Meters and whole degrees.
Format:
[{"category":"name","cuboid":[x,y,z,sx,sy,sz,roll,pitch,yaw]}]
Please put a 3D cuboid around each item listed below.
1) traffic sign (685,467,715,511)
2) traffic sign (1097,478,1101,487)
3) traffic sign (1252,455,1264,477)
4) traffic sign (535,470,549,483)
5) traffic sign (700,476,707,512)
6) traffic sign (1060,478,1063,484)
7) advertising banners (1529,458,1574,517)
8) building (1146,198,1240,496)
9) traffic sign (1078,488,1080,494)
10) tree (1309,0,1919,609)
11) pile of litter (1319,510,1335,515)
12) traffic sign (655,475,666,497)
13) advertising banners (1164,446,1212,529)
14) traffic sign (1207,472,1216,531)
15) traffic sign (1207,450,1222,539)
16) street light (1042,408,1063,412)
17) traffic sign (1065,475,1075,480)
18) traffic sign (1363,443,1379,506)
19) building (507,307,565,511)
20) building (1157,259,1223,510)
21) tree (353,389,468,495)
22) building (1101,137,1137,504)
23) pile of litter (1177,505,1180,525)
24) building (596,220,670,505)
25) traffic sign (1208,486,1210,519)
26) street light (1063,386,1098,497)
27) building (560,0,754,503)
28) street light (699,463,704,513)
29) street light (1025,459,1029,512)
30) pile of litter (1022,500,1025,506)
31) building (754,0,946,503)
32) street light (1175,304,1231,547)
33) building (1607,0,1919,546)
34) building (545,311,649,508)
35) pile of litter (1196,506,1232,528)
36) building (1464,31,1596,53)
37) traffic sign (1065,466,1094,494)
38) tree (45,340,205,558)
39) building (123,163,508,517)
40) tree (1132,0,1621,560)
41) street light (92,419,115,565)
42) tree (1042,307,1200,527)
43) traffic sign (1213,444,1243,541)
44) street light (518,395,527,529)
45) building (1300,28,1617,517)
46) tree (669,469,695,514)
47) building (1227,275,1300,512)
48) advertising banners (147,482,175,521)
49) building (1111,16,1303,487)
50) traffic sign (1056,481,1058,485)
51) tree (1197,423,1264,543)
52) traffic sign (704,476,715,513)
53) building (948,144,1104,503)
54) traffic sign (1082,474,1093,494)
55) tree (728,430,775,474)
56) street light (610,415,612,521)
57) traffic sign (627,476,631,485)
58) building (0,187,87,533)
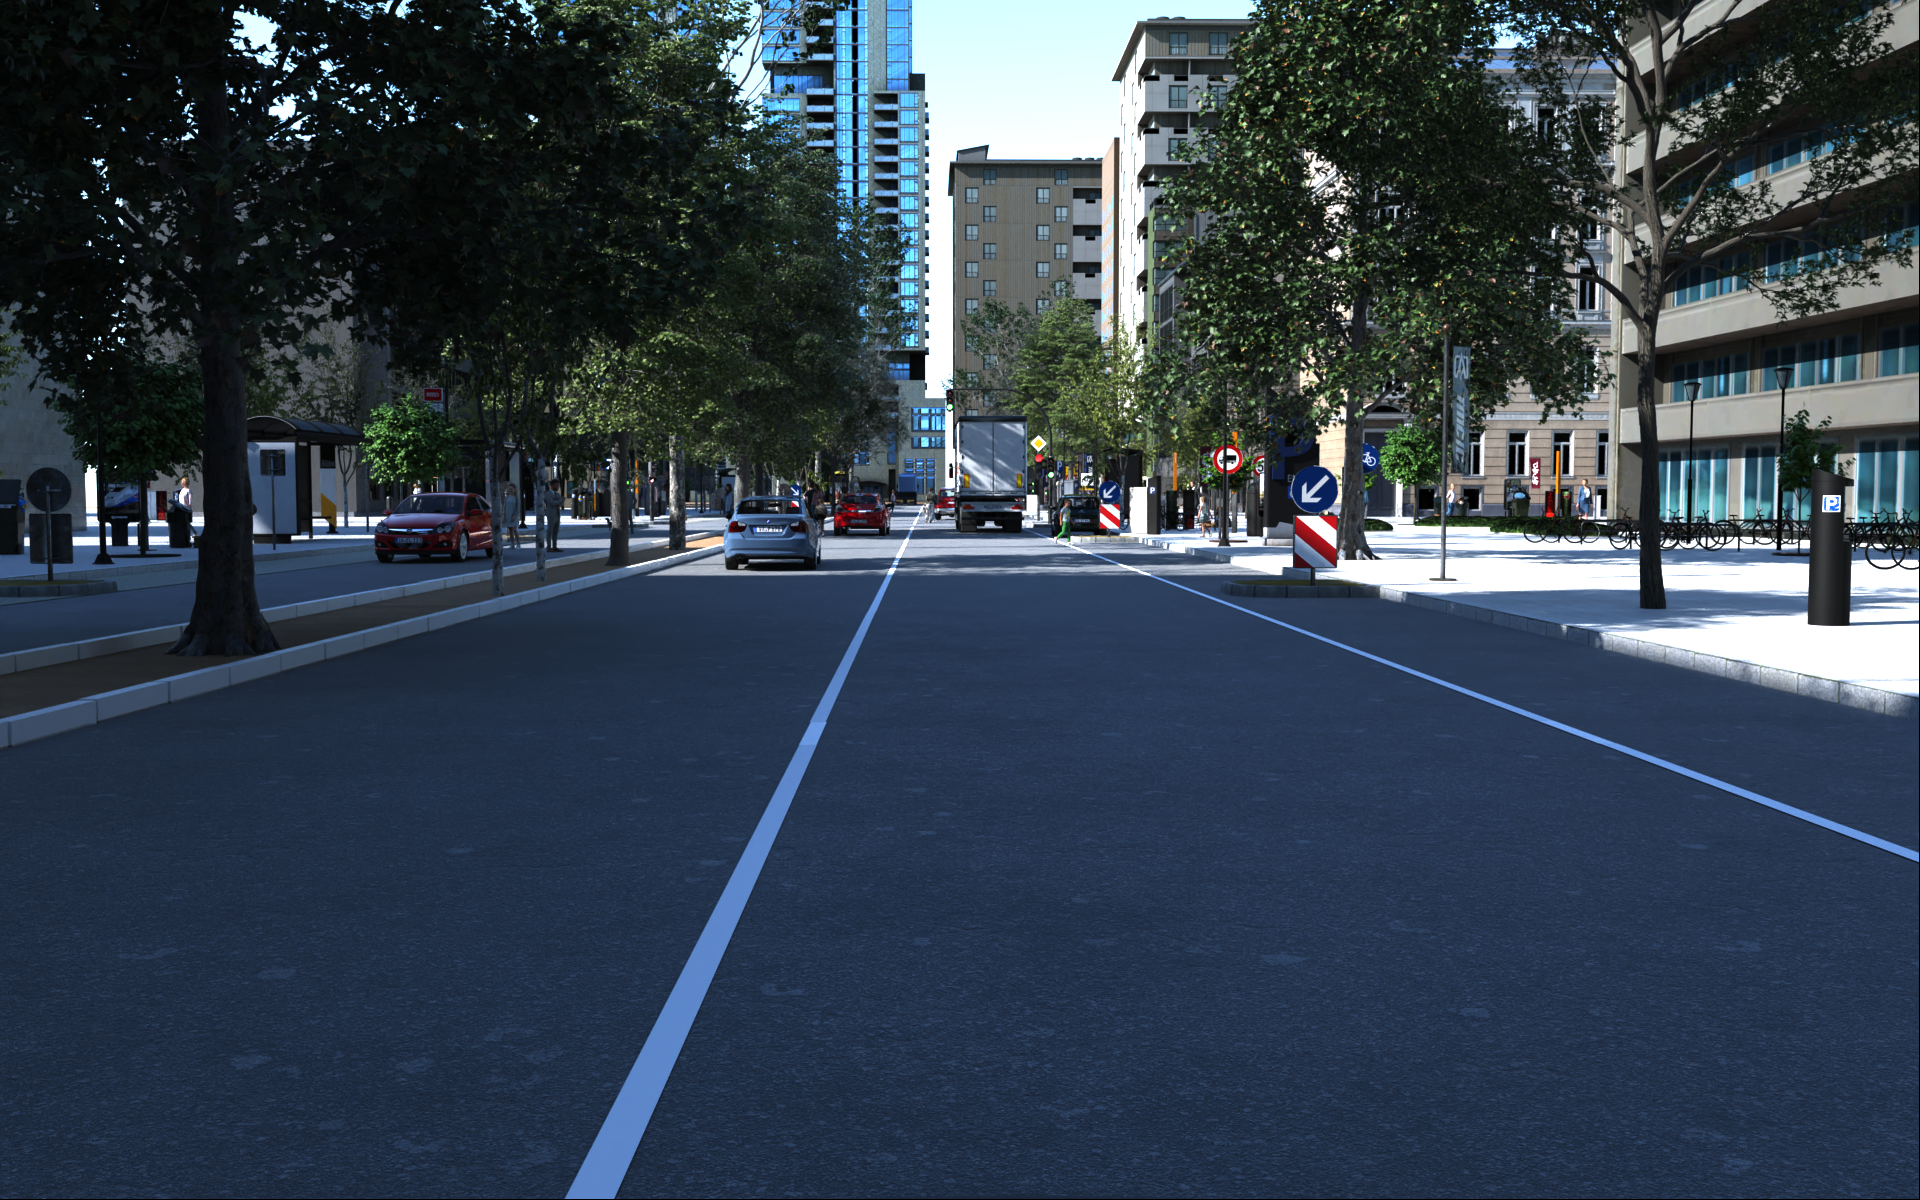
[{"category":"traffic sign","cuboid":[-19.442,-8.290,129.414,2.265,3.308,0.079,0,4,7]},{"category":"traffic sign","cuboid":[8.366,-6.364,106.177,0.606,2.300,0.079,0,4,7]},{"category":"traffic sign","cuboid":[9.825,-3.422,56.048,0.768,2.556,0.104,0,4,5]},{"category":"traffic sign","cuboid":[-21.185,-5.359,87.723,0.768,2.556,0.104,0,4,1]},{"category":"traffic sign","cuboid":[-17.824,-7.399,121.083,0.768,2.556,0.104,0,4,2]},{"category":"traffic sign","cuboid":[8.393,-8.603,140.758,0.768,2.556,0.104,0,4,7]},{"category":"advertising banners","cuboid":[28.584,-5.355,83.739,2.074,3.025,0.090,1,4,22]},{"category":"building","cuboid":[25.233,-24.423,171.024,14.160,30.474,14.107,0,4,-1]},{"category":"traffic sign","cuboid":[7.529,-6.692,109.526,0.768,2.556,0.104,0,4,5]},{"category":"tree","cuboid":[7.442,-5.185,19.187,7.601,10.594,8.767,0,4,6]},{"category":"pile of litter","cuboid":[10.784,-2.188,49.743,1.176,0.858,1.719,0,4,4]},{"category":"traffic sign","cuboid":[-19.953,-7.050,115.372,0.768,2.556,0.104,0,4,4]},{"category":"advertising banners","cuboid":[8.311,-4.090,63.063,2.074,3.025,0.090,-2,4,-27]},{"category":"traffic sign","cuboid":[8.873,-3.551,60.182,0.606,2.300,0.079,0,4,5]},{"category":"traffic sign","cuboid":[7.361,-2.990,48.985,0.768,2.556,0.104,0,4,2]},{"category":"street light","cuboid":[5.048,-7.373,93.093,1.470,5.913,1.316,0,4,-1]},{"category":"traffic sign","cuboid":[6.911,-6.590,107.849,0.768,2.556,0.104,0,4,7]},{"category":"traffic sign","cuboid":[10.153,-2.662,43.623,0.768,2.556,0.104,0,4,7]},{"category":"building","cuboid":[-39.733,-16.357,134.884,16.820,18.784,16.811,0,4,-1]},{"category":"building","cuboid":[25.264,-19.828,143.248,14.314,24.678,30.058,0,4,-1]},{"category":"tree","cuboid":[-17.197,-4.315,54.256,4.285,4.588,4.351,0,3,0]},{"category":"building","cuboid":[24.954,-34.410,212.722,14.600,45.320,14.200,0,4,-1]},{"category":"pile of litter","cuboid":[8.849,-3.628,73.286,1.176,0.858,1.719,-1,4,-10]},{"category":"building","cuboid":[-47.549,-33.769,206.755,28.867,44.769,22.147,0,4,-1]},{"category":"traffic sign","cuboid":[10.044,-4.267,69.872,0.768,2.556,0.104,0,4,4]},{"category":"street light","cuboid":[5.336,-6.239,74.552,1.470,5.913,1.316,0,4,-1]},{"category":"building","cuboid":[-48.783,-58.186,264.006,31.000,86.520,22.319,0,4,-1]},{"category":"street light","cuboid":[-16.718,-8.740,115.441,1.470,5.913,1.316,0,4,-1]},{"category":"street light","cuboid":[4.392,-9.372,125.767,1.470,5.913,1.316,0,4,-1]},{"category":"pile of litter","cuboid":[5.523,-7.818,141.792,1.176,0.858,1.719,-2,4,-28]},{"category":"building","cuboid":[-17.775,-58.176,263.843,31.000,86.520,22.319,0,4,-1]},{"category":"street light","cuboid":[5.943,-4.268,42.329,1.470,5.913,1.316,0,4,-1]},{"category":"building","cuboid":[33.122,-25.948,47.945,21.300,48.544,21.600,0,4,-1]},{"category":"building","cuboid":[-46.826,-19.978,171.678,27.650,21.520,28.899,0,4,-1]},{"category":"pile of litter","cuboid":[9.690,-3.195,66.197,1.719,0.858,1.176,-2,4,-27]},{"category":"building","cuboid":[57.741,-37.699,205.622,27.495,52.752,28.713,0,4,-1]},{"category":"traffic sign","cuboid":[8.809,-8.099,126.290,2.265,3.308,0.079,0,4,3]},{"category":"tree","cuboid":[-16.808,-3.157,35.335,4.285,4.588,4.351,0,3,0]},{"category":"building","cuboid":[-39.473,-17.847,110.865,14.314,24.678,30.058,0,4,-1]},{"category":"tree","cuboid":[7.777,-7.125,33.507,9.611,12.733,9.660,0,3,0]},{"category":"street light","cuboid":[-15.136,-3.608,31.527,1.470,5.913,1.316,0,4,-1]},{"category":"tree","cuboid":[6.270,-7.213,68.295,4.737,8.622,4.395,0,3,0]},{"category":"traffic sign","cuboid":[6.836,-2.701,44.268,0.768,2.556,0.104,0,4,5]},{"category":"street light","cuboid":[-15.743,-5.614,64.333,1.470,5.913,1.316,0,4,-1]},{"category":"building","cuboid":[31.179,-19.367,102.557,20.117,28.700,13.634,0,4,-1]},{"category":"tree","cuboid":[-17.910,-7.052,109.907,1.663,3.219,1.824,0,3,0]},{"category":"building","cuboid":[24.423,-16.518,119.219,9.793,20.994,18.267,0,4,-1]},{"category":"advertising banners","cuboid":[-38.662,-5.364,83.897,2.074,3.025,0.090,-2,4,-30]},{"category":"building","cuboid":[32.349,-36.824,191.315,28.713,52.752,27.495,0,4,-1]},{"category":"traffic sign","cuboid":[9.016,-9.604,156.754,0.795,2.593,0.064,0,4,-1]},{"category":"tree","cuboid":[7.109,-3.152,46.131,1.663,3.219,1.824,0,3,0]},{"category":"traffic sign","cuboid":[-17.374,-7.351,120.290,0.768,2.556,0.104,0,4,4]},{"category":"building","cuboid":[11.990,-41.587,269.186,27.495,52.752,28.713,0,4,-1]},{"category":"traffic sign","cuboid":[6.299,-5.108,85.644,0.606,2.300,0.079,0,4,2]},{"category":"tree","cuboid":[-18.418,-14.118,156.590,9.928,11.665,9.643,0,3,0]},{"category":"street light","cuboid":[-16.123,-6.760,83.060,1.470,5.913,1.316,0,4,-1]},{"category":"traffic sign","cuboid":[-21.204,-6.722,109.909,0.884,2.594,0.081,0,4,4]},{"category":"building","cuboid":[-38.826,-12.222,54.577,16.860,20.320,10.420,0,4,-1]}]
